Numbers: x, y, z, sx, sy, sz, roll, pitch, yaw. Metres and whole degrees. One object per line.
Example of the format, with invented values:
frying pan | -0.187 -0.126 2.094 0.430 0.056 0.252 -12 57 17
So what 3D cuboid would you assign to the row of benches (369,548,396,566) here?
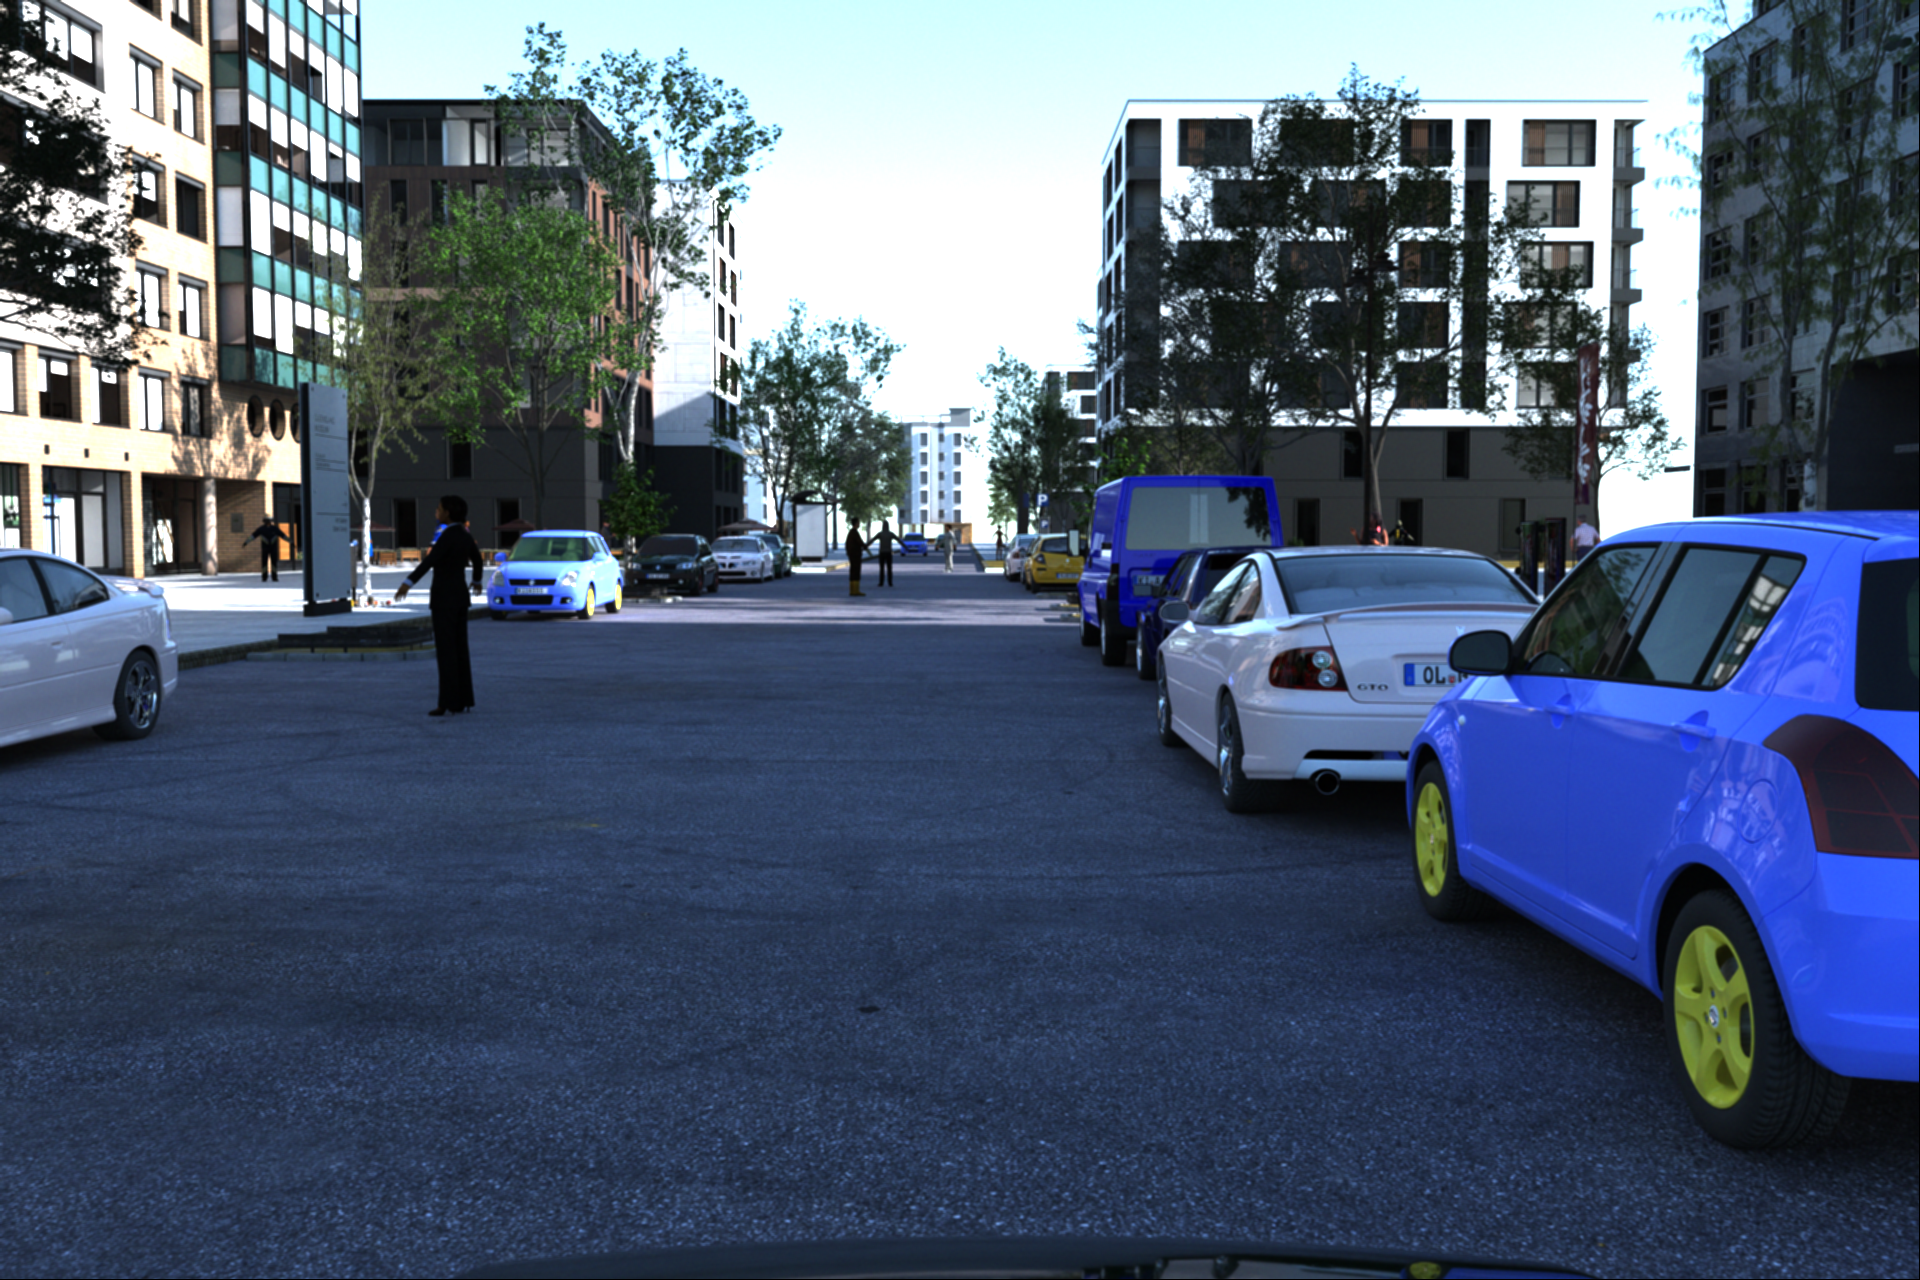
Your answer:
row of benches | -24.069 -3.463 72.076 1.422 0.672 4.104 -2 4 -26

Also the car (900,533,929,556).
car | -2.987 -6.310 112.754 1.945 1.707 3.694 0 3 0

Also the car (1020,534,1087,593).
car | 2.535 -2.019 43.227 2.015 1.641 3.980 0 4 -1

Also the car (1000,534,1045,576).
car | 2.443 -2.852 58.431 2.131 1.459 4.920 0 4 -1

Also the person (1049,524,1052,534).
person | 4.723 -5.208 91.344 0.705 1.806 1.347 1 4 16

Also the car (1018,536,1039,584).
car | 2.649 -2.201 47.995 2.014 1.417 4.499 0 4 -1

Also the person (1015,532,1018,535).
person | 3.652 -5.806 100.701 1.354 1.858 0.705 -2 4 -30

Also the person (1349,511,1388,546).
person | 6.472 -1.218 27.430 0.593 1.643 0.415 -1 4 -17

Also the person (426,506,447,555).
person | -9.896 -1.656 33.056 0.704 1.831 1.345 0 4 -3

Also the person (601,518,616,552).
person | -10.478 -2.777 51.970 0.750 1.759 0.617 1 4 17

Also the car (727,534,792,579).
car | -6.592 -2.763 56.974 2.131 1.459 4.920 0 3 0

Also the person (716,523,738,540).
person | -11.593 -4.926 86.691 1.345 1.843 0.704 -1 4 -19

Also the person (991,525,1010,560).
person | 1.994 -4.803 85.336 1.217 1.733 0.721 3 5 43

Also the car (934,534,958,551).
car | -1.221 -8.379 148.793 2.131 1.459 4.920 0 3 0

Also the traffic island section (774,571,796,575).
traffic island section | -6.873 -2.382 61.806 1.991 0.108 1.994 0 4 0

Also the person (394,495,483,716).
person | -4.115 -0.281 13.779 0.721 1.740 1.216 1 4 14

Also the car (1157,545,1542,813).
car | 2.284 0.128 10.272 2.083 1.381 4.827 0 3 0

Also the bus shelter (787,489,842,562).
bus shelter | -6.792 -5.351 81.413 2.014 3.302 5.546 0 4 1

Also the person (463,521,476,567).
person | -19.041 -3.711 66.895 0.704 1.802 1.346 0 4 7

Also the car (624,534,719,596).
car | -6.824 -1.922 41.204 2.009 1.686 4.222 0 4 0

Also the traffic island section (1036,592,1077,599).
traffic island section | 2.729 -0.994 39.120 1.991 0.108 1.994 0 4 0

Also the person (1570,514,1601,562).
person | 13.483 -1.865 37.481 0.756 1.711 0.436 0 4 -7

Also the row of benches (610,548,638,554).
row of benches | -15.684 -3.799 77.572 1.422 0.672 4.104 2 4 29

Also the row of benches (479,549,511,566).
row of benches | -19.056 -3.391 70.909 1.422 0.672 4.104 -2 4 -28

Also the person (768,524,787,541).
person | -9.648 -5.128 90.120 1.348 1.796 0.705 0 4 4

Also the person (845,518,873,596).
person | -2.397 -1.930 40.147 0.704 1.812 1.346 -2 4 -27

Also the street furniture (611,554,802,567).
street furniture | -11.527 -3.247 68.711 10.072 0.657 5.734 2 4 30

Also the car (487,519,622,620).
car | -7.009 -1.254 30.091 1.945 1.707 3.694 0 4 0

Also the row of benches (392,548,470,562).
row of benches | -24.458 -3.944 79.947 1.422 0.672 4.104 2 4 33

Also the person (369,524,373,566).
person | -23.551 -3.835 68.830 0.704 1.817 1.347 -2 4 -23

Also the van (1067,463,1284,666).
van | 2.479 -0.983 20.453 2.240 2.365 5.245 0 4 -1

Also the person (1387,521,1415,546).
person | 18.810 -4.187 74.231 1.354 1.856 0.705 2 4 31

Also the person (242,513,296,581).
person | -18.720 -2.511 46.925 1.351 1.845 0.704 -2 4 -27

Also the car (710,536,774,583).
car | -6.658 -2.418 51.899 2.083 1.381 4.827 0 3 0

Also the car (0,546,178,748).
car | -6.624 0.098 10.752 2.083 1.381 4.827 0 3 0

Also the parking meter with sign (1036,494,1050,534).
parking meter with sign | 3.565 -4.750 73.926 0.543 3.016 1.738 0 4 -1

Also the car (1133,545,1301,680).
car | 2.605 -0.201 15.866 1.945 1.354 3.894 0 4 0

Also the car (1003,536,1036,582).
car | 2.380 -2.514 53.470 2.083 1.381 4.827 0 4 0

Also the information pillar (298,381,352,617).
information pillar | -10.078 -2.215 27.528 0.184 3.620 1.656 0 4 0

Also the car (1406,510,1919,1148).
car | 2.585 0.260 5.347 1.945 1.707 3.694 0 4 -1

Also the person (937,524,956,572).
person | -0.464 -3.461 65.238 0.705 1.806 1.347 -2 4 -30

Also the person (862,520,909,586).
person | -2.041 -2.378 47.467 1.348 1.813 0.705 -1 4 -9

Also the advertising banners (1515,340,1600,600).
advertising banners | 5.748 -1.256 16.729 0.090 3.025 2.074 0 4 0

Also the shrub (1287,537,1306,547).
shrub | 13.918 -3.718 71.902 1.383 1.207 1.383 0 3 0
